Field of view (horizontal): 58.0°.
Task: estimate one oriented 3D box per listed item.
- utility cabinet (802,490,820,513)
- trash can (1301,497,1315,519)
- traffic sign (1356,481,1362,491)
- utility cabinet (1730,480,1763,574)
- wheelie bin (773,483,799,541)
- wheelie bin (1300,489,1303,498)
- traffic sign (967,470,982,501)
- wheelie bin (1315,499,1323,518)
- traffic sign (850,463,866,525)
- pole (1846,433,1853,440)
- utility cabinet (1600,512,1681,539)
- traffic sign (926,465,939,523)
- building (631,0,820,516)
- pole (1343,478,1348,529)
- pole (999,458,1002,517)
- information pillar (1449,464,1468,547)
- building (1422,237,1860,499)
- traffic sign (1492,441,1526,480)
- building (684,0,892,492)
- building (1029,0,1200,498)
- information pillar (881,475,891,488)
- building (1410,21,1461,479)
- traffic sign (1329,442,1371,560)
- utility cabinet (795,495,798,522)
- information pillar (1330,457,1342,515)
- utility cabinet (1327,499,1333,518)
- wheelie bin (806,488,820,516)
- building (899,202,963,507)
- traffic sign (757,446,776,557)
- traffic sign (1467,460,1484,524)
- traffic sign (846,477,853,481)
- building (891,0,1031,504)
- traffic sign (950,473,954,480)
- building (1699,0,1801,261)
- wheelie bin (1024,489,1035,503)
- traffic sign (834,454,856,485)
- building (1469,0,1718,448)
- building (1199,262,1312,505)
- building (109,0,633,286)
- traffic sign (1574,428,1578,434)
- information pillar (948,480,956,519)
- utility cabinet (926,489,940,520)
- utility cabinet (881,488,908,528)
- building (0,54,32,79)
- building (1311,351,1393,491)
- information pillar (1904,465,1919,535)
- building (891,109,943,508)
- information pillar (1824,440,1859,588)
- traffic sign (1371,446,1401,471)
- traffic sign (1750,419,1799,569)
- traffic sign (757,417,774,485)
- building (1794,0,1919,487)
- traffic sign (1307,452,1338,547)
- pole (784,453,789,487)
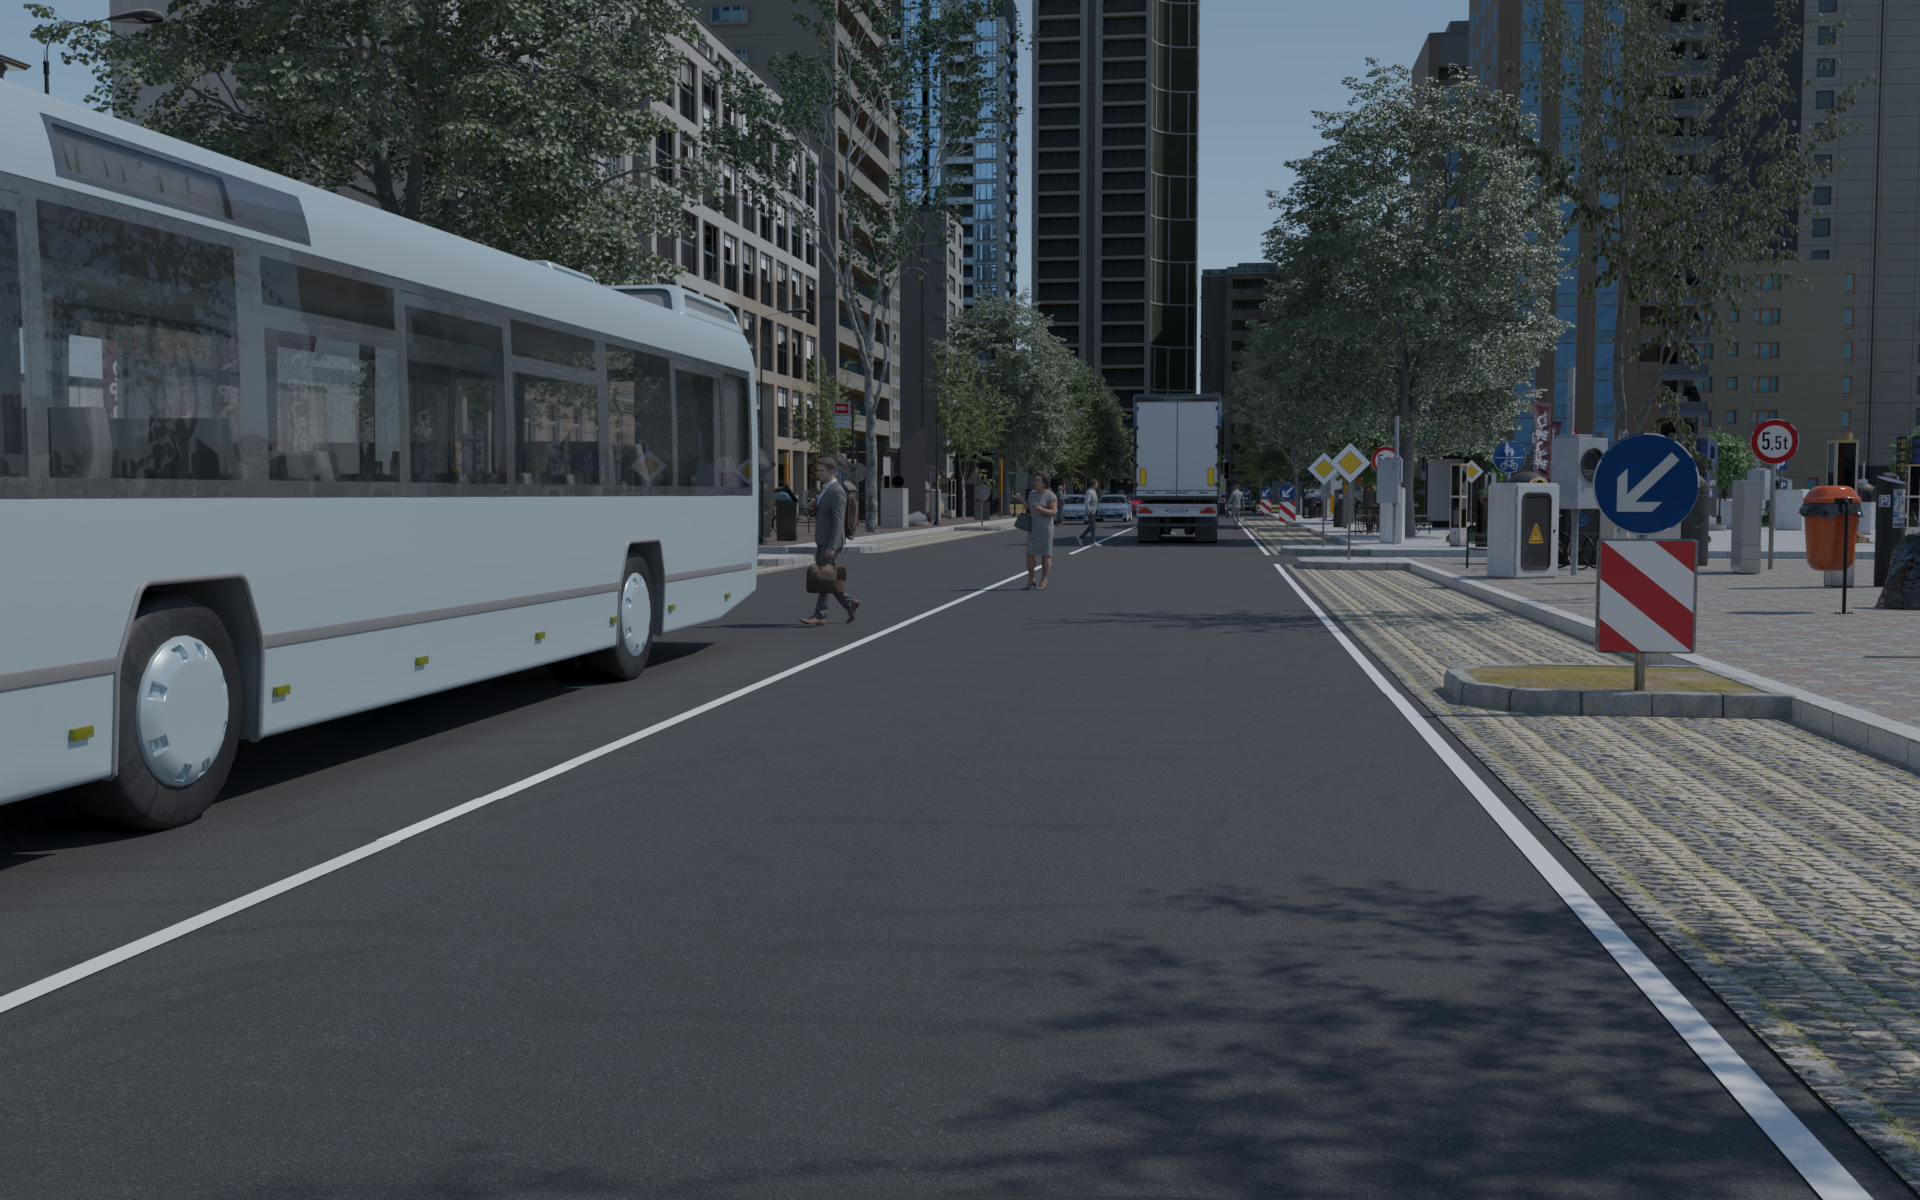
[{"bbox_3d":[-8.907,-5.857,104.441,1.173,1.500,0.318,-1,4,-9],"label":"utility cabinet"},{"bbox_3d":[18.121,-4.803,90.187,0.748,1.137,0.748,0,3,0],"label":"trash can"},{"bbox_3d":[21.407,-5.645,92.400,0.768,2.556,0.104,1,4,15],"label":"traffic sign"},{"bbox_3d":[12.752,-1.185,28.062,0.318,1.500,1.173,1,4,17],"label":"utility cabinet"},{"bbox_3d":[-4.764,-2.413,47.353,0.693,1.594,0.980,0,4,-8],"label":"wheelie bin"},{"bbox_3d":[22.046,-6.235,109.858,0.980,1.594,0.693,1,4,21],"label":"wheelie bin"},{"bbox_3d":[0.797,-5.502,89.964,0.884,2.594,0.081,1,4,16],"label":"traffic sign"},{"bbox_3d":[19.487,-5.258,93.872,0.980,1.594,0.693,-1,4,-11],"label":"wheelie bin"},{"bbox_3d":[-4.185,-4.317,70.685,0.768,2.556,0.104,1,4,9],"label":"traffic sign"},{"bbox_3d":[29.572,-3.903,57.664,0.158,3.312,0.155,0,3,0],"label":"pole"},{"bbox_3d":[9.807,-0.998,24.990,1.173,1.500,0.318,-1,4,-18],"label":"utility cabinet"},{"bbox_3d":[-1.295,-4.653,76.185,0.768,2.556,0.104,1,4,13],"label":"traffic sign"},{"bbox_3d":[-21.107,-17.897,97.135,19.350,26.468,34.151,1,4,8],"label":"building"},{"bbox_3d":[14.296,-4.302,64.183,0.158,3.312,0.155,0,3,0],"label":"pole"},{"bbox_3d":[2.299,-6.369,97.978,0.158,3.312,0.155,0,3,0],"label":"pole"},{"bbox_3d":[12.142,-2.305,42.180,0.304,2.012,0.304,-3,5,-42],"label":"information pillar"},{"bbox_3d":[54.393,-18.267,143.704,27.650,21.520,28.899,1,4,8],"label":"building"},{"bbox_3d":[13.115,-2.527,41.425,0.768,2.556,0.104,1,4,12],"label":"traffic sign"},{"bbox_3d":[-17.643,-31.079,131.848,21.300,48.544,21.600,1,4,8],"label":"building"},{"bbox_3d":[20.308,-48.040,223.713,20.611,71.187,20.563,1,4,8],"label":"building"},{"bbox_3d":[-2.877,-3.843,67.329,0.304,2.012,0.304,-1,4,-14],"label":"information pillar"},{"bbox_3d":[50.647,-31.508,165.259,14.600,45.320,14.200,1,4,8],"label":"building"},{"bbox_3d":[7.574,-1.837,33.683,0.795,2.450,0.064,1,4,8],"label":"traffic sign"},{"bbox_3d":[-7.777,-4.087,77.987,1.020,1.237,0.306,2,4,30],"label":"utility cabinet"},{"bbox_3d":[14.673,-4.655,67.458,0.504,3.616,0.183,-1,4,-19],"label":"information pillar"},{"bbox_3d":[19.893,-5.108,92.193,1.173,1.500,0.318,-2,4,-32],"label":"utility cabinet"},{"bbox_3d":[-8.209,-5.474,97.414,0.980,1.594,0.693,3,4,37],"label":"wheelie bin"},{"bbox_3d":[-7.090,-24.681,175.230,14.107,30.474,14.160,1,4,8],"label":"building"},{"bbox_3d":[-4.143,-1.943,35.409,0.795,2.450,0.064,1,4,8],"label":"traffic sign"},{"bbox_3d":[17.179,-3.489,58.224,0.795,2.450,0.064,1,4,17],"label":"traffic sign"},{"bbox_3d":[-4.758,-4.375,71.542,0.884,2.594,0.081,1,4,9],"label":"traffic sign"},{"bbox_3d":[-5.459,-55.887,226.416,31.000,86.520,22.319,1,4,8],"label":"building"},{"bbox_3d":[-0.190,-6.100,99.847,0.768,2.556,0.104,1,4,12],"label":"traffic sign"},{"bbox_3d":[69.706,-44.088,159.084,20.611,71.187,20.563,1,4,8],"label":"building"},{"bbox_3d":[4.717,-6.594,115.712,0.980,1.594,0.693,1,4,15],"label":"wheelie bin"},{"bbox_3d":[-2.989,-2.426,43.311,0.795,2.450,0.064,1,4,8],"label":"traffic sign"},{"bbox_3d":[43.969,-28.908,122.758,14.600,45.320,14.200,1,4,8],"label":"building"},{"bbox_3d":[37.351,-27.368,219.171,14.107,30.474,14.160,1,4,8],"label":"building"},{"bbox_3d":[-22.253,-17.356,69.679,13.634,28.700,20.117,1,4,8],"label":"building"},{"bbox_3d":[12.027,-2.080,34.009,0.884,2.594,0.081,1,4,15],"label":"traffic sign"},{"bbox_3d":[-0.429,-5.193,89.400,0.304,2.012,0.304,-3,5,-42],"label":"information pillar"},{"bbox_3d":[-1.544,-4.563,83.290,1.173,1.500,0.318,1,4,10],"label":"utility cabinet"},{"bbox_3d":[-2.449,-3.444,64.988,1.173,1.500,0.318,3,5,43],"label":"utility cabinet"},{"bbox_3d":[-58.175,-14.685,73.382,30.059,22.955,16.112,1,4,8],"label":"building"},{"bbox_3d":[59.622,-23.116,222.987,28.899,21.520,27.650,1,4,8],"label":"building"},{"bbox_3d":[23.805,-2.372,43.273,0.304,2.012,0.304,1,4,16],"label":"information pillar"},{"bbox_3d":[-18.554,-28.366,155.668,32.217,40.220,23.993,1,4,8],"label":"building"},{"bbox_3d":[12.046,-1.174,23.681,0.304,2.012,0.304,0,4,7],"label":"information pillar"},{"bbox_3d":[11.307,-2.808,46.022,0.768,2.556,0.104,1,4,18],"label":"traffic sign"},{"bbox_3d":[13.804,-1.793,29.424,0.768,2.556,0.104,1,4,11],"label":"traffic sign"},{"bbox_3d":[-6.039,-3.208,46.321,2.265,3.308,0.079,1,4,17],"label":"traffic sign"},{"bbox_3d":[90.284,-43.933,156.563,20.611,71.187,20.563,1,4,8],"label":"building"},{"bbox_3d":[8.729,-2.321,41.584,0.795,2.450,0.064,1,4,8],"label":"traffic sign"},{"bbox_3d":[-8.551,-5.598,85.369,0.158,3.312,0.155,0,3,0],"label":"pole"}]
